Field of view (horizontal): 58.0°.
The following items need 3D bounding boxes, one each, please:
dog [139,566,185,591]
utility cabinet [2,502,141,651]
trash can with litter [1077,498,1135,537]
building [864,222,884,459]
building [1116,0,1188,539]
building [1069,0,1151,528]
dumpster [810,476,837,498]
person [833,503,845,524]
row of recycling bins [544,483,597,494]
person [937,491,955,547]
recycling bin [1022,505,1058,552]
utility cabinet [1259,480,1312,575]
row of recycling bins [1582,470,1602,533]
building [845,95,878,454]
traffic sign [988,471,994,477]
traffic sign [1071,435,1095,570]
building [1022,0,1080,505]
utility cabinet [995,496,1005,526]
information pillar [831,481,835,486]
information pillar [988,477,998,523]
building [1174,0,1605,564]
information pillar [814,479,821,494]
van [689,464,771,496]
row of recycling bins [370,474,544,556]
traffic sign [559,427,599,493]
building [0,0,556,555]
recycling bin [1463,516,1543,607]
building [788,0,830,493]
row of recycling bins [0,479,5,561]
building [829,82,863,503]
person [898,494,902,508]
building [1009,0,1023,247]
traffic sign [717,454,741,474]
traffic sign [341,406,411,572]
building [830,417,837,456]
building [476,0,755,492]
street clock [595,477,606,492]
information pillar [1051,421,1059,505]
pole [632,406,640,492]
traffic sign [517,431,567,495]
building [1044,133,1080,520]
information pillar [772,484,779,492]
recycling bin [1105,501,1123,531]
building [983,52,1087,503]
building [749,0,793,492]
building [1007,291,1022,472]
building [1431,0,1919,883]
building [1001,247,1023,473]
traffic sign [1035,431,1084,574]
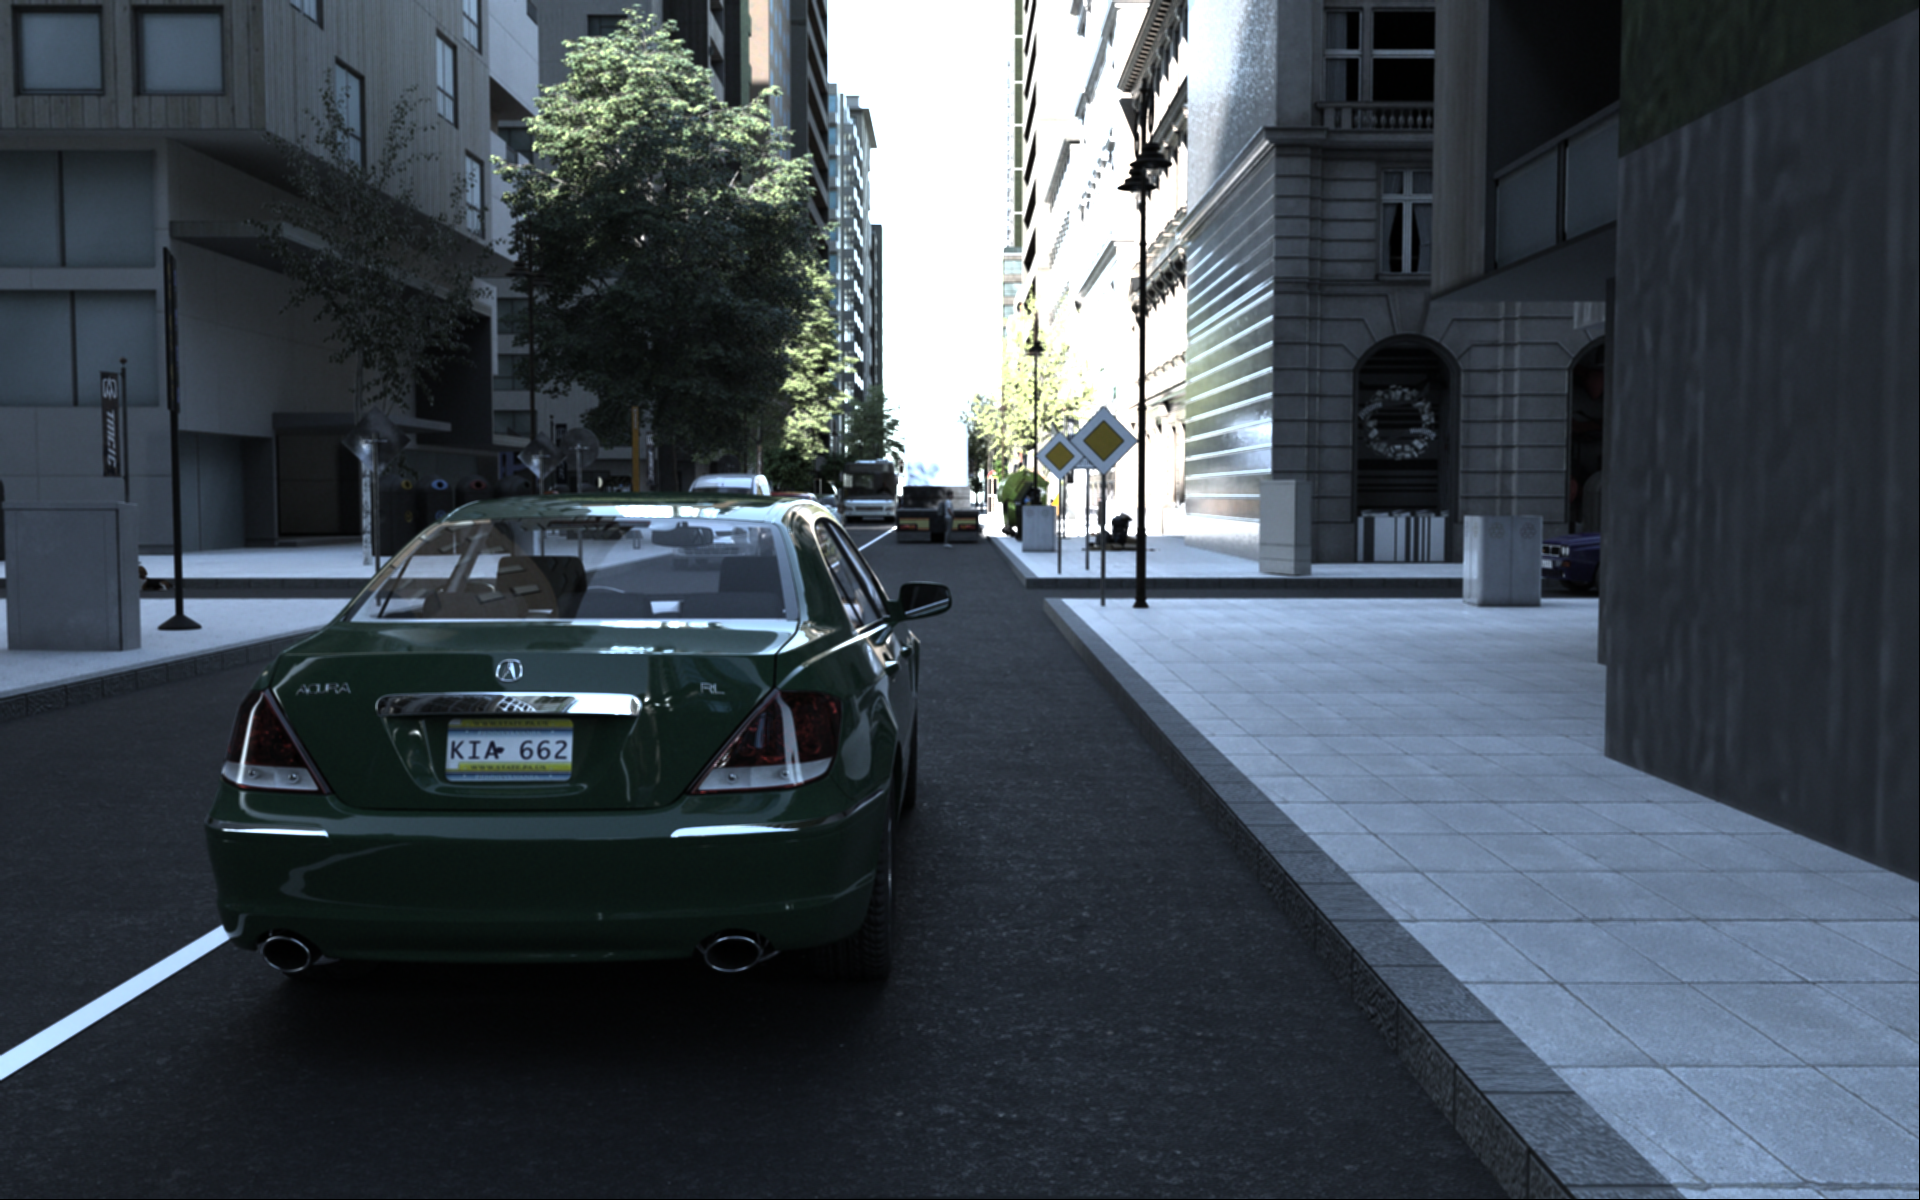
[{"bbox_3d":[-11.958,-0.336,25.691,0.748,0.427,0.550,0,4,-4],"label":"dog"},{"bbox_3d":[-7.328,-0.193,14.311,1.020,1.237,0.306,0,4,7],"label":"utility cabinet"},{"bbox_3d":[4.389,-2.559,52.890,1.678,1.210,2.233,0,4,-5],"label":"trash can with litter"},{"bbox_3d":[-18.462,-34.918,254.504,14.154,41.232,14.086,0,4,0],"label":"building"},{"bbox_3d":[11.078,-11.626,54.716,10.561,19.102,19.286,0,4,0],"label":"building"},{"bbox_3d":[11.984,-17.626,74.092,13.634,28.700,20.117,0,4,0],"label":"building"},{"bbox_3d":[-7.504,-5.616,94.318,1.502,2.255,1.985,0,4,0],"label":"dumpster"},{"bbox_3d":[-2.611,-1.457,37.002,0.352,1.250,0.332,0,4,7],"label":"person"},{"bbox_3d":[-15.187,-3.472,63.876,3.534,1.692,1.069,-1,4,-18],"label":"row of recycling bins"},{"bbox_3d":[-0.322,-2.189,46.892,0.503,1.515,0.523,3,5,42],"label":"person"},{"bbox_3d":[1.788,-1.600,38.716,0.722,1.027,0.722,1,4,10],"label":"recycling bin"},{"bbox_3d":[5.173,-1.151,27.506,0.318,1.500,1.173,-1,4,-18],"label":"utility cabinet"},{"bbox_3d":[12.216,-1.328,28.820,3.534,1.692,1.069,1,4,22],"label":"row of recycling bins"},{"bbox_3d":[-25.789,-39.380,233.103,28.713,52.752,27.495,0,4,0],"label":"building"},{"bbox_3d":[1.890,-5.709,93.450,0.768,2.556,0.104,1,4,9],"label":"traffic sign"},{"bbox_3d":[2.157,-1.661,29.281,0.606,2.300,0.079,0,4,4],"label":"traffic sign"},{"bbox_3d":[15.247,-30.059,115.171,21.300,48.544,21.600,0,4,0],"label":"building"},{"bbox_3d":[1.940,-3.607,70.142,1.020,1.237,0.306,1,4,18],"label":"utility cabinet"},{"bbox_3d":[-7.228,-5.660,97.028,0.304,2.012,0.304,3,4,38],"label":"information pillar"},{"bbox_3d":[1.437,-4.359,75.768,0.304,2.012,0.304,-3,4,-37],"label":"information pillar"},{"bbox_3d":[17.179,-11.931,36.865,24.055,21.916,13.314,0,4,0],"label":"building"},{"bbox_3d":[-6.931,-4.885,84.361,0.304,2.012,0.304,0,4,-1],"label":"information pillar"},{"bbox_3d":[-4.625,-1.664,34.211,2.013,2.044,4.112,0,4,0],"label":"van"},{"bbox_3d":[-10.776,-1.817,36.822,3.534,1.692,1.069,-3,5,-39],"label":"row of recycling bins"},{"bbox_3d":[-7.278,-2.020,33.129,0.768,2.556,0.104,0,4,1],"label":"traffic sign"},{"bbox_3d":[-27.529,-27.991,46.891,28.713,52.752,27.495,0,4,0],"label":"building"},{"bbox_3d":[6.272,-0.458,20.042,0.722,1.027,0.722,0,4,1],"label":"recycling bin"},{"bbox_3d":[-21.082,-30.856,128.204,21.300,48.544,21.600,0,4,0],"label":"building"},{"bbox_3d":[-18.749,-1.512,31.831,1.069,1.692,3.534,0,4,1],"label":"row of recycling bins"},{"bbox_3d":[-23.034,-35.754,204.183,23.786,49.044,30.456,0,4,0],"label":"building"},{"bbox_3d":[-5.508,-8.863,156.597,0.628,1.438,0.799,-1,4,-22],"label":"person"},{"bbox_3d":[14.525,-47.819,220.085,20.563,71.187,20.611,0,4,0],"label":"building"},{"bbox_3d":[-7.420,-3.392,55.573,0.768,2.556,0.104,0,4,3],"label":"traffic sign"},{"bbox_3d":[-6.658,-0.987,19.778,0.795,2.450,0.064,0,4,0],"label":"traffic sign"},{"bbox_3d":[-21.885,-51.420,153.384,22.319,86.520,31.000,0,4,0],"label":"building"},{"bbox_3d":[-17.912,-19.124,84.381,14.160,30.474,14.107,0,4,0],"label":"building"},{"bbox_3d":[-14.965,-4.137,72.202,0.471,2.002,0.358,3,4,36],"label":"street clock"},{"bbox_3d":[3.027,-3.904,55.182,0.183,3.616,0.504,-2,4,-23],"label":"information pillar"},{"bbox_3d":[-7.544,-2.843,40.330,0.158,3.312,0.155,0,3,0],"label":"pole"},{"bbox_3d":[-6.698,-1.475,27.763,0.795,2.450,0.064,0,4,0],"label":"traffic sign"},{"bbox_3d":[9.913,-14.943,93.474,9.793,20.994,18.267,0,4,0],"label":"building"},{"bbox_3d":[-9.628,-5.258,90.463,0.304,2.012,0.304,0,4,4],"label":"information pillar"},{"bbox_3d":[5.311,-2.952,60.815,0.722,1.027,0.722,1,4,13],"label":"recycling bin"},{"bbox_3d":[14.764,-57.046,245.376,22.319,86.520,31.000,0,4,0],"label":"building"},{"bbox_3d":[-18.278,-28.134,110.106,14.600,45.320,14.200,0,4,0],"label":"building"},{"bbox_3d":[18.679,-19.373,161.788,27.650,21.520,28.899,0,4,0],"label":"building"},{"bbox_3d":[10.159,-19.898,8.934,14.154,41.232,14.086,0,4,0],"label":"building"},{"bbox_3d":[11.832,-26.397,203.285,14.160,30.474,14.107,0,4,0],"label":"building"},{"bbox_3d":[1.596,-1.477,27.784,0.795,2.450,0.064,0,4,0],"label":"traffic sign"}]
